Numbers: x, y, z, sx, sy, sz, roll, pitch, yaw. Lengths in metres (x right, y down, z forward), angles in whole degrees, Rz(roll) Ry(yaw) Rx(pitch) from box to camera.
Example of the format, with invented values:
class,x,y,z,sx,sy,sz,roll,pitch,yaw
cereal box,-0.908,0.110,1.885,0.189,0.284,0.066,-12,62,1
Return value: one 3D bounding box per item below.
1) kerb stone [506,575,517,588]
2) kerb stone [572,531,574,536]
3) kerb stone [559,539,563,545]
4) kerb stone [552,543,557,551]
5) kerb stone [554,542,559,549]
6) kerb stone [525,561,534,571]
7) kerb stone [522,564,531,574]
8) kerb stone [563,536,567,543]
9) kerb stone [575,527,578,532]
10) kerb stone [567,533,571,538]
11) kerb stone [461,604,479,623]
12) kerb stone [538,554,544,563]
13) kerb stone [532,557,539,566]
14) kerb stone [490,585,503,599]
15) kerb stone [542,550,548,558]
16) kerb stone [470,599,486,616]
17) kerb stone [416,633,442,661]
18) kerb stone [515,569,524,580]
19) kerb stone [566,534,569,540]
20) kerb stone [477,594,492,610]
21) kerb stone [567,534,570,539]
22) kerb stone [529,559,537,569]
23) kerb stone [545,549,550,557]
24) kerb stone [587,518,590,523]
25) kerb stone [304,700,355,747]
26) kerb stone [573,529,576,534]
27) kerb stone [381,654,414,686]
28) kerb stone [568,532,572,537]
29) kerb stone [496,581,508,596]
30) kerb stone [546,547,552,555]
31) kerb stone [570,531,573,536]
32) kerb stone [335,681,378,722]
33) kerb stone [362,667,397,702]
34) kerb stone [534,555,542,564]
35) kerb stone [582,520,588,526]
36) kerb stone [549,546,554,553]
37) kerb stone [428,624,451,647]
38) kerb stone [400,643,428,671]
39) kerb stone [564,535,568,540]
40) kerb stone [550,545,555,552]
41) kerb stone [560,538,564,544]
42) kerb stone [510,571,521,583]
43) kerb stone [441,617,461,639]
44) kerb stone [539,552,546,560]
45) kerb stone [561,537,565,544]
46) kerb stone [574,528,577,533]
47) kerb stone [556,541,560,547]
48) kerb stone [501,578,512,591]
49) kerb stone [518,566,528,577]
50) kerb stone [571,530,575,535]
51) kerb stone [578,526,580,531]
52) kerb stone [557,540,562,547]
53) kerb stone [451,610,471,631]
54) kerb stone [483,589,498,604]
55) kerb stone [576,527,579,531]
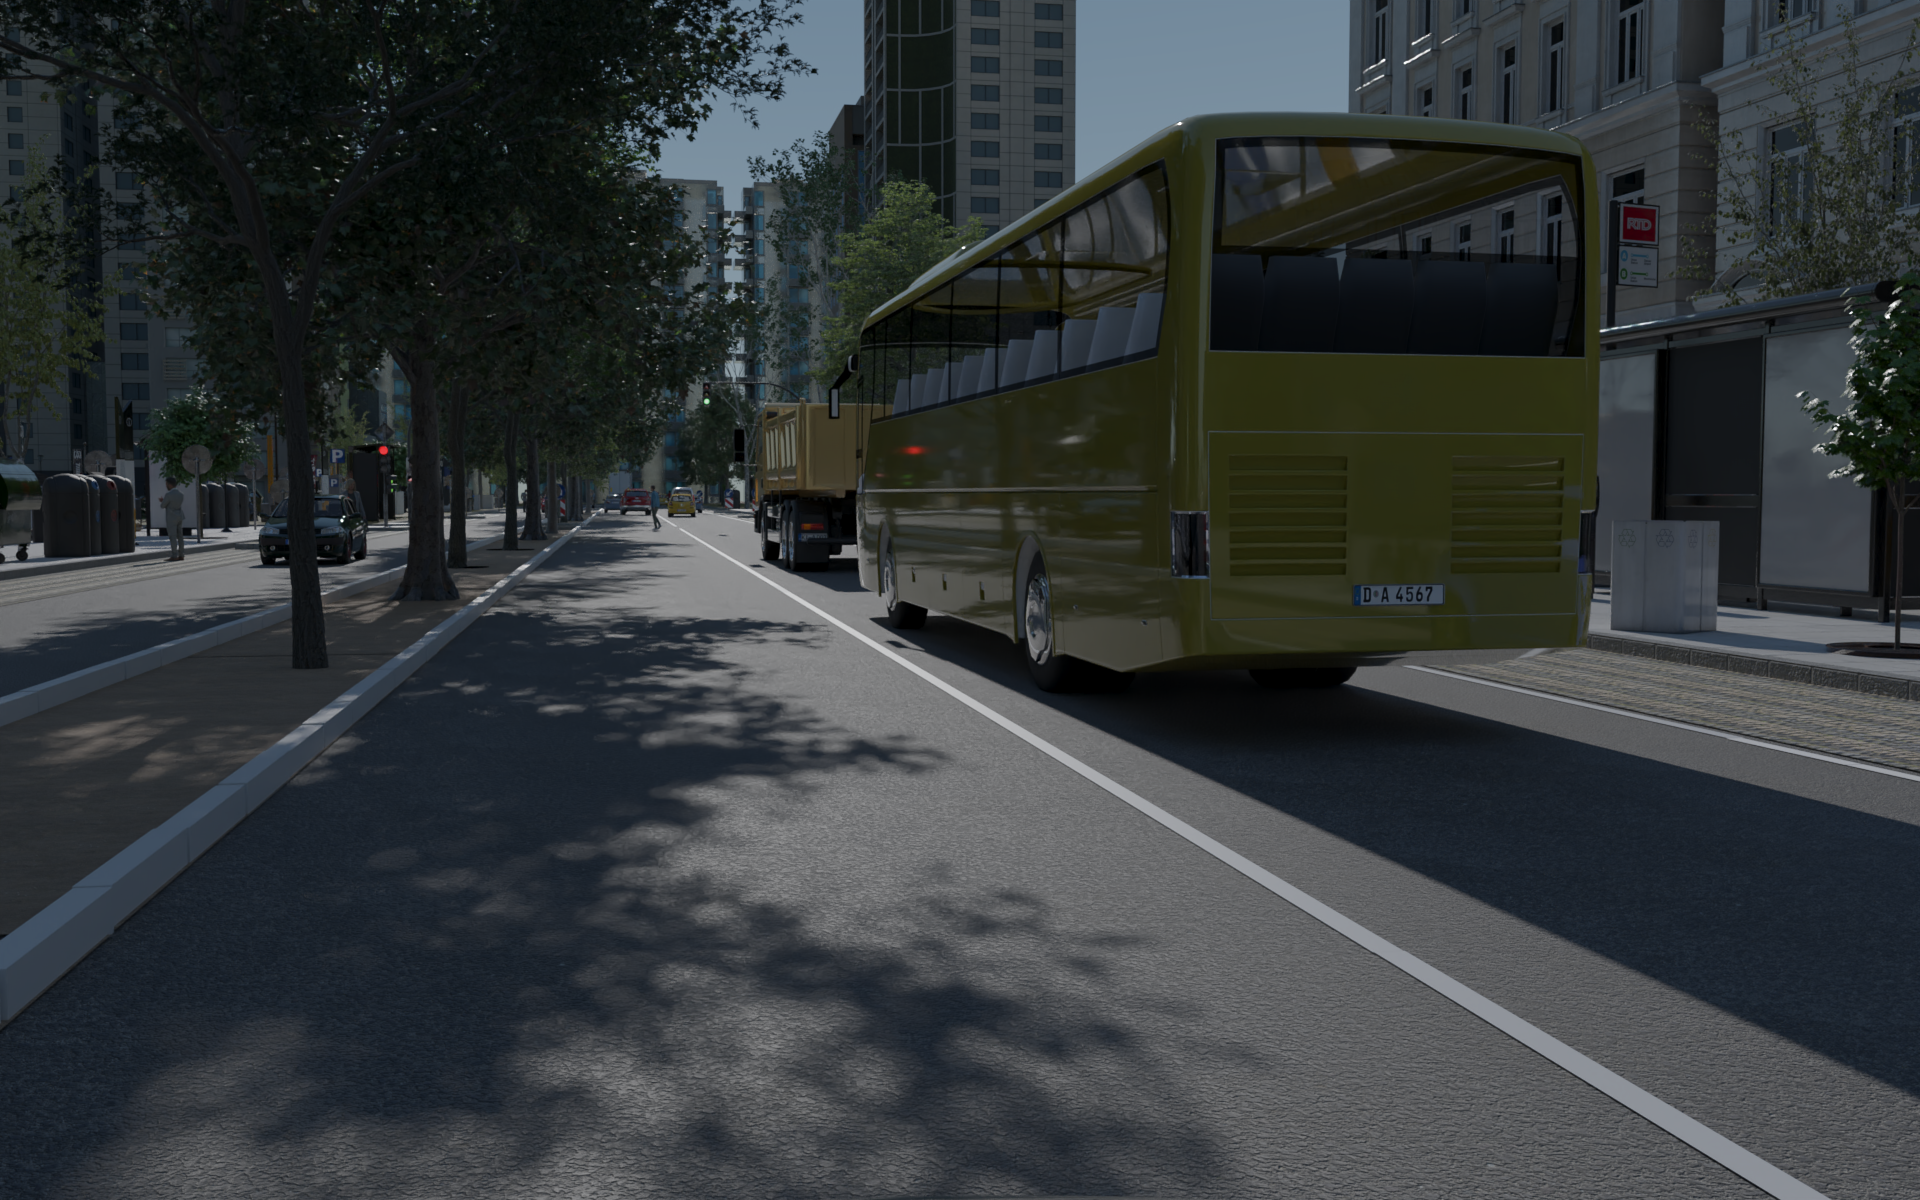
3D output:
class,x,y,z,sx,sy,sz,roll,pitch,yaw
kerb stone,-6.858,-0.250,26.296,0.120,0.150,1.000,-1,4,-11
kerb stone,-12.755,-2.098,56.502,0.120,0.150,1.000,-1,4,-11
kerb stone,-10.792,-1.482,46.418,0.120,0.150,1.000,-1,4,-11
kerb stone,-10.000,-1.235,42.392,0.120,0.150,1.000,-1,4,-11
kerb stone,-10.201,-1.297,43.394,0.120,0.150,1.000,-1,4,-11
kerb stone,-7.839,-0.559,31.328,0.120,0.150,1.000,-1,4,-11
kerb stone,-7.651,-0.497,30.323,0.120,0.150,1.000,-1,4,-11
kerb stone,-11.376,-1.667,49.447,0.120,0.150,1.000,-1,4,-11
kerb stone,-13.737,-2.406,61.537,0.120,0.150,1.000,-1,4,-11
kerb stone,-12.170,-1.913,53.481,0.120,0.150,1.000,-1,4,-11
kerb stone,-5.485,0.180,19.258,0.120,0.150,1.000,-1,4,-11
kerb stone,-8.637,-0.805,35.359,0.120,0.150,1.000,-1,4,-11
kerb stone,-8.238,-0.677,33.344,0.120,0.150,1.000,-1,4,-11
kerb stone,-6.279,-0.066,23.280,0.120,0.150,1.000,-1,4,-11
kerb stone,-9.025,-0.928,37.368,0.120,0.150,1.000,-1,4,-11
kerb stone,-5.682,0.120,20.266,0.120,0.150,1.000,-1,4,-11
kerb stone,-4.700,0.429,15.242,0.120,0.150,1.000,-1,4,-11
kerb stone,-7.255,-0.374,28.318,0.120,0.150,1.000,-1,4,-11
kerb stone,-11.778,-1.790,51.470,0.120,0.150,1.000,-1,4,-11
kerb stone,-5.875,0.057,21.270,0.120,0.150,1.000,-1,4,-11
kerb stone,-11.972,-1.848,52.476,0.120,0.150,1.000,-1,4,-11
kerb stone,-8.036,-0.619,32.331,0.120,0.150,1.000,-1,4,-11
kerb stone,-9.222,-0.989,38.371,0.120,0.150,1.000,-1,4,-11
kerb stone,-18.160,-3.790,84.163,0.120,0.150,1.000,-1,4,-11
kerb stone,-3.717,0.735,10.196,0.120,0.150,1.000,-1,4,-11
kerb stone,-13.146,-2.216,58.512,0.120,0.150,1.000,-1,4,-11
kerb stone,-4.307,0.550,13.215,0.120,0.150,1.000,-1,4,-11
kerb stone,-12.361,-1.971,54.488,0.120,0.150,1.000,-1,4,-11
kerb stone,-6.464,-0.128,24.290,0.120,0.150,1.000,-1,4,-11
kerb stone,-9.414,-1.051,39.375,0.120,0.150,1.000,-1,4,-11
kerb stone,-12.555,-2.036,55.492,0.120,0.150,1.000,-1,4,-11
kerb stone,-3.915,0.672,11.205,0.120,0.150,1.000,-1,4,-11
kerb stone,-4.113,0.614,12.208,0.120,0.150,1.000,-1,4,-11
kerb stone,-8.431,-0.743,34.351,0.120,0.150,1.000,-1,4,-11
kerb stone,-16.970,-3.421,78.121,0.120,0.150,1.000,-1,4,-11
kerb stone,-9.611,-1.112,40.381,0.120,0.150,1.000,-1,4,-11
kerb stone,-4.906,0.364,16.243,0.120,0.150,1.000,-1,4,-11
kerb stone,-4.506,0.492,14.223,0.120,0.150,1.000,-1,4,-11
kerb stone,-11.570,-1.728,50.454,0.120,0.150,1.000,-1,4,-11
kerb stone,-9.809,-1.174,41.388,0.120,0.150,1.000,-1,4,-11
kerb stone,-10.986,-1.543,47.426,0.120,0.150,1.000,-1,4,-11
kerb stone,-7.055,-0.312,27.299,0.120,0.150,1.000,-1,4,-11
kerb stone,-5.099,0.303,17.246,0.120,0.150,1.000,-1,4,-11
kerb stone,-8.822,-0.867,36.364,0.120,0.150,1.000,-1,4,-11
kerb stone,-11.188,-1.603,48.434,0.120,0.150,1.000,-1,4,-11
kerb stone,-13.545,-2.340,60.531,0.120,0.150,1.000,-1,4,-11
kerb stone,-10.392,-1.355,44.401,0.120,0.150,1.000,-1,4,-11
kerb stone,-6.667,-0.189,25.292,0.120,0.150,1.000,-1,4,-11
kerb stone,-7.453,-0.436,29.321,0.120,0.150,1.000,-1,4,-11
kerb stone,-12.955,-2.160,57.504,0.120,0.150,1.000,-1,4,-11
kerb stone,-14.325,-2.590,64.547,0.120,0.150,1.000,-1,4,-11
kerb stone,-10.589,-1.420,45.415,0.120,0.150,1.000,-1,4,-11
kerb stone,-5.289,0.241,18.255,0.120,0.150,1.000,-1,4,-11
kerb stone,-6.078,-0.005,22.271,0.120,0.150,1.000,-1,4,-11
kerb stone,-13.931,-2.466,62.540,0.120,0.150,1.000,-1,4,-11
